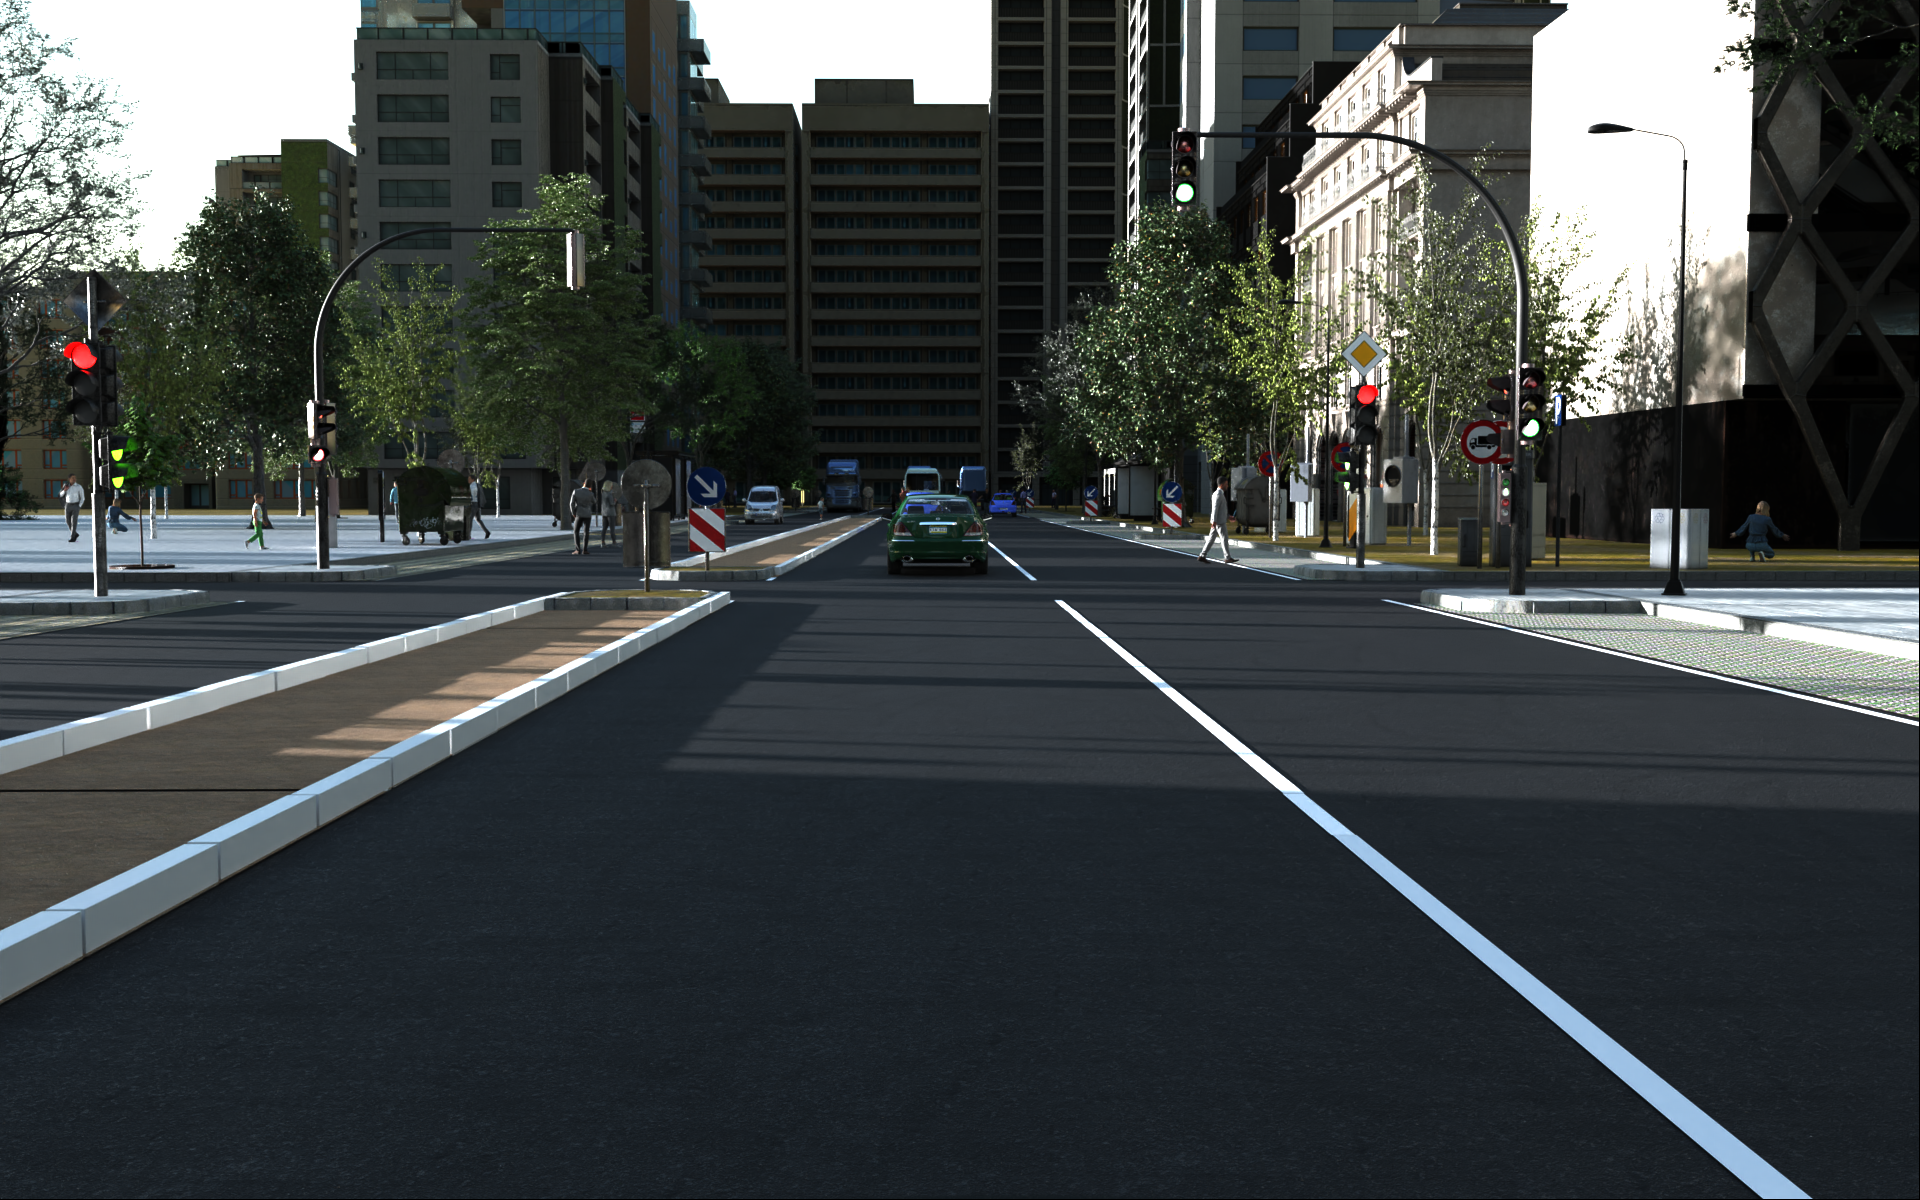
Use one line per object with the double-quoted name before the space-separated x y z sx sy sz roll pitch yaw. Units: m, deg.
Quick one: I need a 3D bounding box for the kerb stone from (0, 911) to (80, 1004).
"kerb stone" -2.754 1.062 4.832 0.120 0.150 1.000 0 4 -1

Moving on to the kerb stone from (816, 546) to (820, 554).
"kerb stone" -3.389 -1.100 40.182 0.120 0.150 1.000 0 4 -1

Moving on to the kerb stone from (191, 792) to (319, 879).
"kerb stone" -2.796 0.936 6.885 0.120 0.150 1.000 0 4 -1

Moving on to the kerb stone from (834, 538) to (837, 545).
"kerb stone" -3.512 -1.539 47.365 0.120 0.150 1.000 0 4 -1

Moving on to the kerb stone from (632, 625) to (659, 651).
"kerb stone" -2.957 0.373 16.100 0.120 0.150 1.000 0 4 -1

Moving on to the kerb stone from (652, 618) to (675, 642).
"kerb stone" -2.973 0.313 17.122 0.120 0.150 1.000 0 4 -1

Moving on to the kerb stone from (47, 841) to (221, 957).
"kerb stone" -2.773 1.000 5.854 0.120 0.150 1.000 0 4 -1

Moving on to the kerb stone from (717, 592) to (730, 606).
"kerb stone" -3.069 -0.002 22.244 0.120 0.150 1.000 0 4 -1

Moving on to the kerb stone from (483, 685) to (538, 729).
"kerb stone" -2.867 0.686 10.982 0.120 0.150 1.000 0 4 -1

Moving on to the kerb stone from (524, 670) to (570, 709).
"kerb stone" -2.884 0.626 12.004 0.120 0.150 1.000 0 4 -1

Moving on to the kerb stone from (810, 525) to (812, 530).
"kerb stone" -5.982 -2.789 67.842 0.120 0.150 1.000 0 4 -1

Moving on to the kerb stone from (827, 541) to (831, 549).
"kerb stone" -3.457 -1.344 44.298 0.120 0.150 1.000 0 4 -1

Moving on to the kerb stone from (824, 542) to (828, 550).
"kerb stone" -3.444 -1.289 43.274 0.120 0.150 1.000 0 4 -1

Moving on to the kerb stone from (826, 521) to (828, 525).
"kerb stone" -6.156 -3.418 78.076 0.120 0.150 1.000 0 4 -1

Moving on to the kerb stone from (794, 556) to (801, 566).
"kerb stone" -3.280 -0.723 34.022 0.120 0.150 1.000 0 4 -1

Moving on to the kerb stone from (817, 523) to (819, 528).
"kerb stone" -6.056 -3.035 71.940 0.120 0.150 1.000 0 4 -1

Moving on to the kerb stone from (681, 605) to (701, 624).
"kerb stone" -3.018 0.185 19.167 0.120 0.150 1.000 0 4 -1

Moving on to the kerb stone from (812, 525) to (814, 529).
"kerb stone" -6.000 -2.854 68.873 0.120 0.150 1.000 0 4 -1

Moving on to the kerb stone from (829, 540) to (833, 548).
"kerb stone" -3.477 -1.414 45.320 0.120 0.150 1.000 0 4 -1

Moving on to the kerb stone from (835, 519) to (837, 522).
"kerb stone" -6.284 -3.851 85.263 0.120 0.150 1.000 0 4 -1

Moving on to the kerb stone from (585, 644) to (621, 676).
"kerb stone" -2.924 0.498 14.056 0.120 0.150 1.000 0 4 -1

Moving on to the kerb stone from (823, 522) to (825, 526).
"kerb stone" -6.122 -3.289 76.030 0.120 0.150 1.000 0 4 -1

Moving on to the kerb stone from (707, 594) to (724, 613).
"kerb stone" -3.046 0.060 21.217 0.120 0.150 1.000 0 4 -1

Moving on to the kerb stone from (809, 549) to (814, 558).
"kerb stone" -3.356 -0.975 38.130 0.120 0.150 1.000 0 4 -1

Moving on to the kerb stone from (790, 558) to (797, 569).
"kerb stone" -3.253 -0.661 33.000 0.120 0.150 1.000 0 4 -1

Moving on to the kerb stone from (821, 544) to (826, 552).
"kerb stone" -3.423 -1.226 42.244 0.120 0.150 1.000 0 4 -1

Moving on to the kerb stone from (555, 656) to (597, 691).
"kerb stone" -2.905 0.560 13.035 0.120 0.150 1.000 0 4 -1

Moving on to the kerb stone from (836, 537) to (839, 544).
"kerb stone" -3.531 -1.602 48.387 0.120 0.150 1.000 0 4 -1

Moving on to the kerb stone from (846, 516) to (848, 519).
"kerb stone" -6.493 -4.543 96.546 0.120 0.150 1.000 0 4 -1

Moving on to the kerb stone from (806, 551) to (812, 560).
"kerb stone" -3.324 -0.911 37.104 0.120 0.150 1.000 0 4 -1

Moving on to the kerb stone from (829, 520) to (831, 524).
"kerb stone" -6.188 -3.543 80.125 0.120 0.150 1.000 0 4 -1

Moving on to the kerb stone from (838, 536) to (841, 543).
"kerb stone" -3.552 -1.664 49.420 0.120 0.150 1.000 0 4 -1

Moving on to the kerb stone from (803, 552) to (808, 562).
"kerb stone" -3.317 -0.849 36.081 0.120 0.150 1.000 0 4 -1

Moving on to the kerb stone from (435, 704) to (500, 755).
"kerb stone" -2.845 0.748 9.961 0.120 0.150 1.000 0 4 -1

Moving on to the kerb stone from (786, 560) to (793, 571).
"kerb stone" -3.239 -0.597 31.978 0.120 0.150 1.000 0 4 -1

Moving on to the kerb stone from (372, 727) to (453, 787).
"kerb stone" -2.832 0.811 8.939 0.120 0.150 1.000 0 4 -1

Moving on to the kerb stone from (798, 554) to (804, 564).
"kerb stone" -3.299 -0.782 35.053 0.120 0.150 1.000 0 4 -1

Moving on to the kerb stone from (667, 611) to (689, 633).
"kerb stone" -2.993 0.248 18.145 0.120 0.150 1.000 0 4 -1

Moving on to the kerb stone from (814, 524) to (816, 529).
"kerb stone" -6.012 -2.917 69.895 0.120 0.150 1.000 0 4 -1

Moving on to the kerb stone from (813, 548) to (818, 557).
"kerb stone" -3.359 -1.037 39.153 0.120 0.150 1.000 0 4 -1

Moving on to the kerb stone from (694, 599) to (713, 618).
"kerb stone" -3.032 0.123 20.188 0.120 0.150 1.000 0 4 -1

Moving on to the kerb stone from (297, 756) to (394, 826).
"kerb stone" -2.814 0.876 7.917 0.120 0.150 1.000 0 4 -1

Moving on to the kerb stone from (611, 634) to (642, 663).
"kerb stone" -2.939 0.435 15.078 0.120 0.150 1.000 0 4 -1

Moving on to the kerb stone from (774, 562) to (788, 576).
"kerb stone" -3.225 -0.536 30.955 0.120 0.150 1.000 0 4 -1

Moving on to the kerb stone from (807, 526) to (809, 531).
"kerb stone" -5.942 -2.661 65.785 0.120 0.150 1.000 0 4 -1

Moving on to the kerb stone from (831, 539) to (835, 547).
"kerb stone" -3.489 -1.476 46.342 0.120 0.150 1.000 0 4 -1

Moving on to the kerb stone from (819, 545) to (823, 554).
"kerb stone" -3.411 -1.157 41.211 0.120 0.150 1.000 0 4 -1

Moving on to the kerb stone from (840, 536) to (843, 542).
"kerb stone" -3.572 -1.728 50.442 0.120 0.150 1.000 0 4 -1

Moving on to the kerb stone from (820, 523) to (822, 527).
"kerb stone" -6.087 -3.167 73.984 0.120 0.150 1.000 0 4 -1
